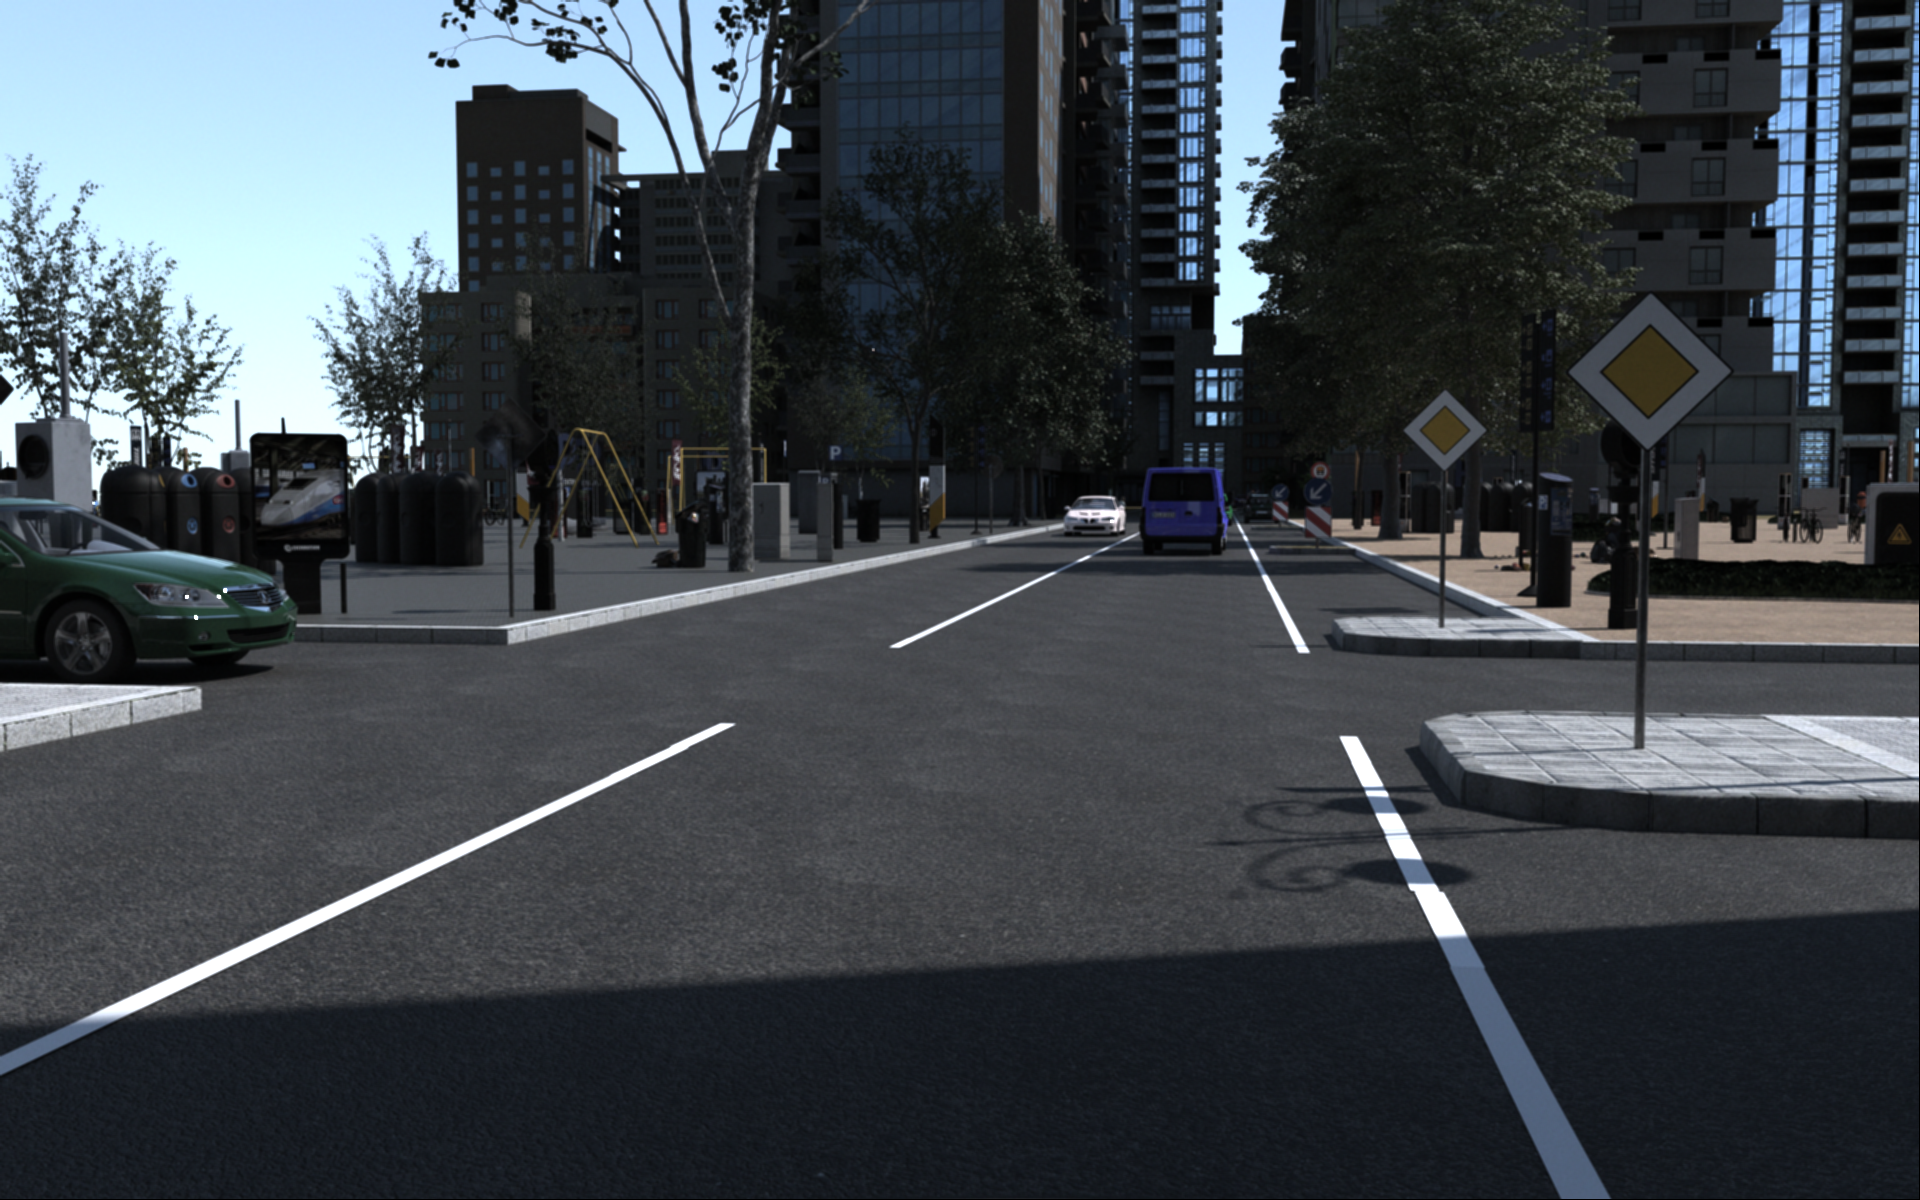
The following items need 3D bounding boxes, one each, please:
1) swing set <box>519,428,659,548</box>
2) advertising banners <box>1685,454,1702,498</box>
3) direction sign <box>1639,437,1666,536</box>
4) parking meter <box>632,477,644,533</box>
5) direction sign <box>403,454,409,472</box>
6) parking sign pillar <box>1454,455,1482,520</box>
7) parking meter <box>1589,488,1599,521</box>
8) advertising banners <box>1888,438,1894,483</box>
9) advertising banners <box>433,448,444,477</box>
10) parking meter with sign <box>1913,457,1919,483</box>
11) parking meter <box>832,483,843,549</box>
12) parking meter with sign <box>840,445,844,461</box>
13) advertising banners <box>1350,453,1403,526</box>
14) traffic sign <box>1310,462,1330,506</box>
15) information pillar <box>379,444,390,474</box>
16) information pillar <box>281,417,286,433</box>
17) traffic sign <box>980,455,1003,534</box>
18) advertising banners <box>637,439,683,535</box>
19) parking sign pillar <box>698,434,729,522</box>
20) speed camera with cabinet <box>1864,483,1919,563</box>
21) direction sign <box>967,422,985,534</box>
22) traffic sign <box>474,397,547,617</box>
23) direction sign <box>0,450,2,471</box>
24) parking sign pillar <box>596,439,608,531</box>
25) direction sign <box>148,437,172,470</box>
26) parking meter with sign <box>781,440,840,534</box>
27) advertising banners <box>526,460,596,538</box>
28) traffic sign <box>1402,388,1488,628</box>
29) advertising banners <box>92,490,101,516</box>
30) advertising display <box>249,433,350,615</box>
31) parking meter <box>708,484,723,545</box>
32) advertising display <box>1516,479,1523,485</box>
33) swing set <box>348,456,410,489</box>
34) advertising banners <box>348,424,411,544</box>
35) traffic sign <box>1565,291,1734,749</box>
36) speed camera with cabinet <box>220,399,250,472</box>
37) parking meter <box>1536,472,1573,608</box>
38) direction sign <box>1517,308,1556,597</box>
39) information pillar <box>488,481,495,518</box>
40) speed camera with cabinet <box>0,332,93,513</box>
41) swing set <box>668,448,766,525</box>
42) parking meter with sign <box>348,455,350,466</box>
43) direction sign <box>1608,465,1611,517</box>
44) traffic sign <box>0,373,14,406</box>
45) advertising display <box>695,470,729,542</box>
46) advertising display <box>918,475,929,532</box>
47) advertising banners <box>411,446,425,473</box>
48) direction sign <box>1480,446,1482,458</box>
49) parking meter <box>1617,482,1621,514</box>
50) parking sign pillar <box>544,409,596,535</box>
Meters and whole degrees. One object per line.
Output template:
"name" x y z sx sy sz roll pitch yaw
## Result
"swing set" -9.093 -2.746 42.512 2.862 2.851 3.119 0 4 0
"advertising banners" 32.679 -4.954 77.185 0.090 3.025 2.074 0 4 6
"direction sign" 21.271 -3.748 53.279 0.876 3.537 0.379 1 4 11
"parking meter" -10.652 -3.156 57.318 0.399 1.863 0.255 -1 4 -11
"direction sign" -31.231 -6.446 97.387 0.876 3.537 0.379 3 4 37
"parking sign pillar" 25.578 -6.038 87.192 1.447 3.967 1.447 2 4 32
"parking meter" 25.710 -3.780 70.209 0.372 1.533 0.369 0 3 0
"advertising banners" 29.830 -3.603 55.105 2.074 3.025 0.090 -3 5 -44
"advertising banners" -18.969 -4.206 64.961 2.074 3.025 0.090 2 4 29
"parking meter with sign" 44.563 -5.166 80.726 1.738 3.016 0.543 -3 4 -37
"parking meter" -2.923 -1.963 40.500 0.372 1.533 0.369 0 3 0
"parking meter with sign" -4.662 -3.969 61.162 0.543 3.016 1.738 1 4 16
"advertising banners" 16.784 -4.498 69.726 2.074 3.025 0.090 1 4 11
"traffic sign" 14.131 -4.149 67.947 0.768 2.556 0.104 1 4 18
"information pillar" -27.100 -5.521 81.617 0.504 3.616 0.183 0 4 3
"information pillar" -20.691 -3.775 53.074 0.183 3.616 0.504 -1 4 -16
"traffic sign" 1.006 -3.423 56.074 0.768 2.556 0.104 1 4 11
"advertising banners" -9.443 -3.577 54.676 0.090 3.025 2.074 2 4 34
"parking sign pillar" -11.307 -5.530 78.884 1.447 3.967 1.447 2 4 34
"speed camera with cabinet" 14.658 -1.924 25.787 2.038 3.252 0.660 2 4 28
"direction sign" 0.520 -3.863 55.160 0.379 3.537 0.876 -3 4 -38
"traffic sign" -4.667 -0.877 17.984 0.795 2.450 0.064 1 4 9
"direction sign" -49.947 -5.960 89.445 0.876 3.537 0.379 -1 4 -20
"parking sign pillar" -13.181 -4.437 61.020 1.447 3.967 1.447 -1 4 -20
"direction sign" -31.597 -4.683 68.565 0.876 3.537 0.379 1 4 11
"parking meter with sign" -4.848 -3.644 55.835 1.738 3.016 0.543 0 4 1
"advertising banners" -11.680 -3.319 50.454 2.074 3.025 0.090 -1 4 -23
"traffic sign" 4.618 -0.790 16.560 0.795 2.450 0.064 1 4 9
"advertising banners" -33.146 -4.274 66.072 2.074 3.025 0.090 0 4 3
"advertising display" -7.015 -0.808 18.427 0.974 1.923 0.123 -2 4 -28
"parking meter" -6.221 -2.185 44.137 0.372 1.533 0.369 0 3 0
"advertising display" 24.590 -4.355 76.426 0.123 1.923 0.974 3 4 36
"swing set" -24.220 -4.564 72.237 3.119 2.851 2.862 0 4 0
"advertising banners" -14.719 -2.905 43.682 2.074 3.025 0.090 2 4 28
"traffic sign" 3.420 -0.307 8.665 0.795 2.450 0.064 1 4 9
"speed camera with cabinet" -14.584 -2.596 36.787 2.038 3.252 0.660 -2 4 -28
"parking meter" 6.762 -0.690 19.686 0.372 1.533 0.369 0 3 0
"direction sign" 7.193 -1.813 21.637 0.379 3.537 0.876 0 4 -7
"information pillar" -25.645 -5.522 94.774 0.304 2.012 0.304 -2 4 -26
"speed camera with cabinet" -11.652 -1.654 21.383 2.038 3.252 0.660 2 4 26
"swing set" -8.181 -3.758 59.070 3.119 2.851 2.862 0 4 -6
"parking meter with sign" -27.388 -4.900 76.368 0.543 3.016 1.738 0 4 -4
"direction sign" 25.783 -4.693 68.731 0.379 3.537 0.876 1 4 16
"traffic sign" -5.865 -0.394 10.089 0.795 2.450 0.064 1 4 9
"advertising display" -6.645 -2.521 46.426 0.974 1.923 0.123 2 4 23
"advertising display" -1.261 -3.323 59.543 0.123 1.923 0.974 1 4 19
"advertising banners" -20.384 -4.059 62.552 2.074 3.025 0.090 -1 4 -19
"direction sign" 24.250 -5.497 81.877 0.379 3.537 0.876 -3 4 -38
"parking meter" 31.765 -4.744 83.276 0.255 1.863 0.399 1 4 19
"parking sign pillar" -12.764 -4.097 55.452 1.447 3.967 1.447 1 4 18
